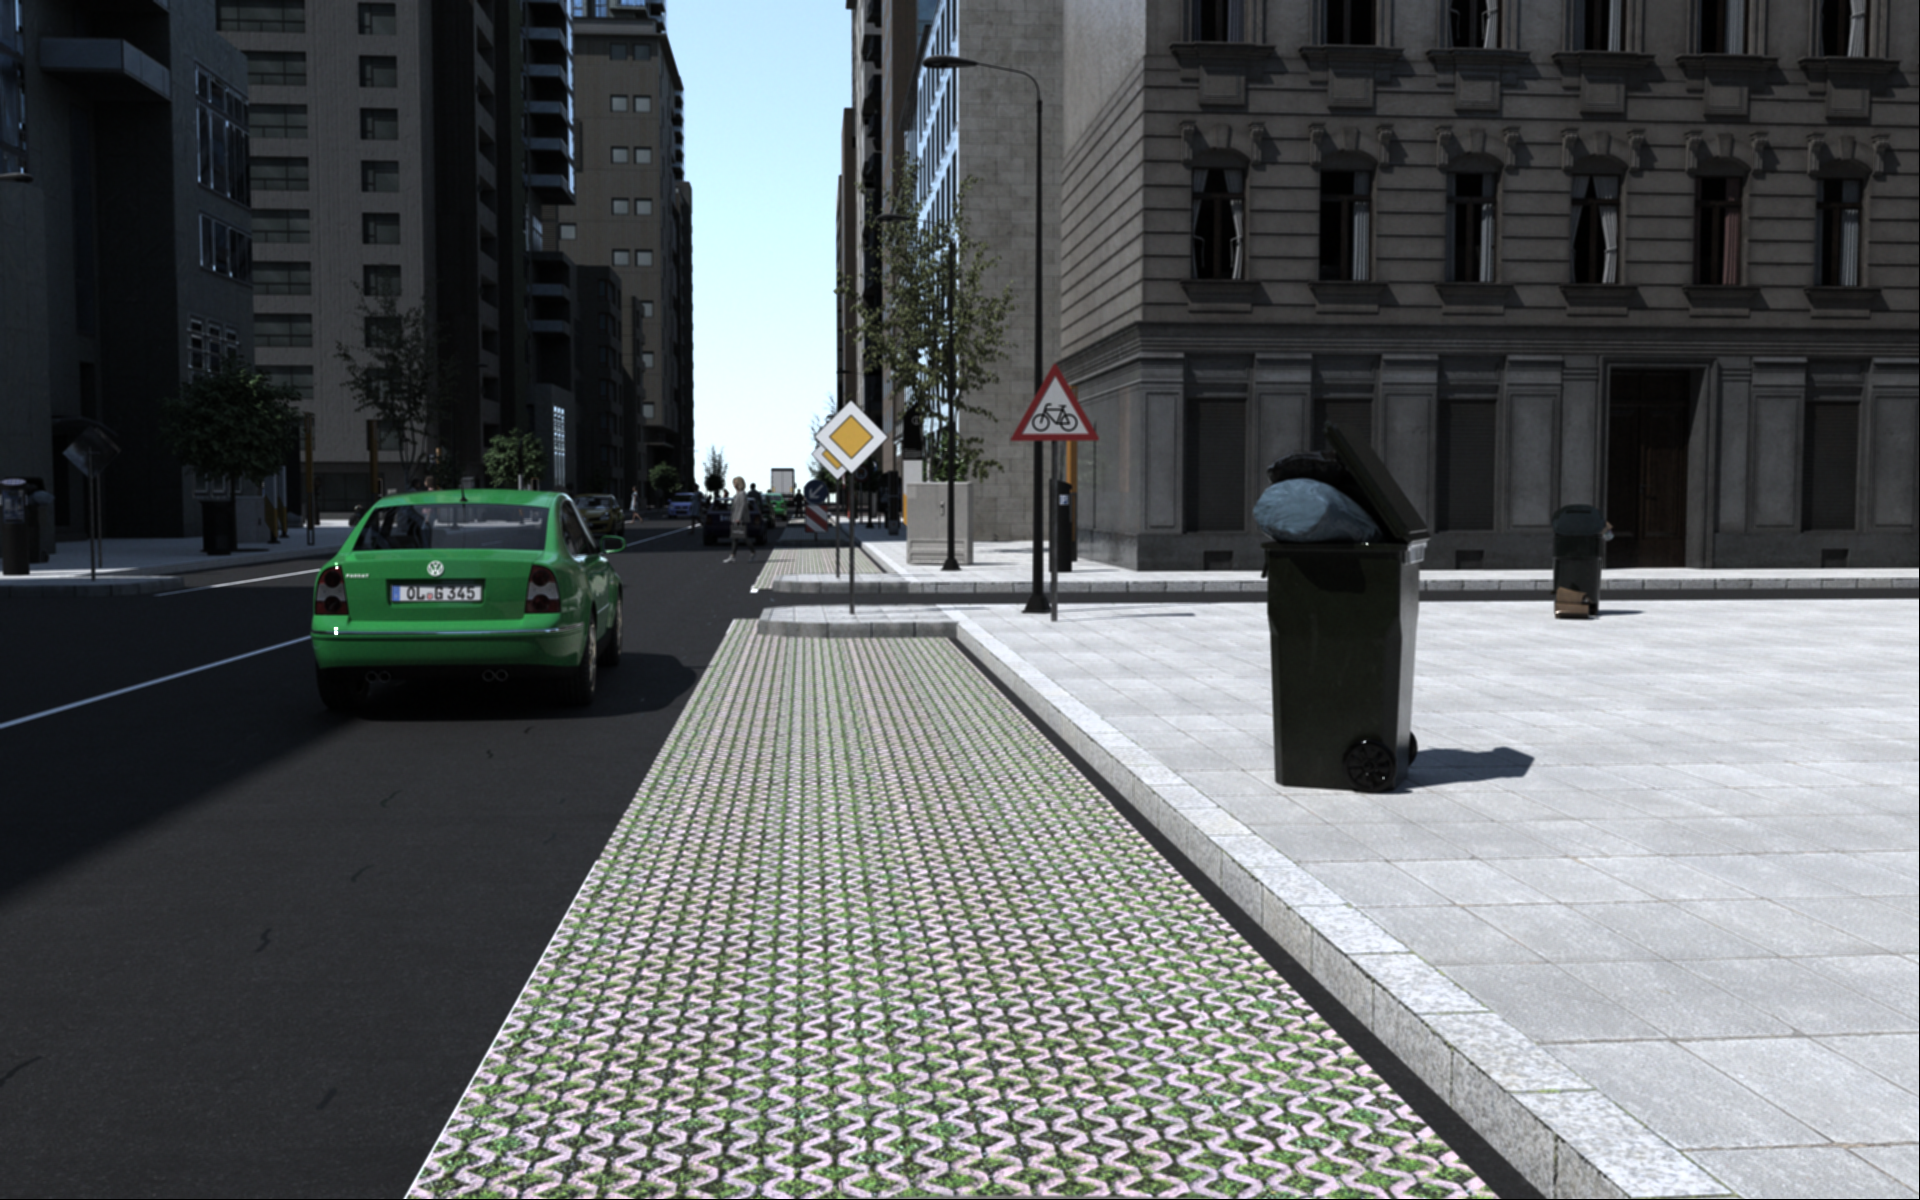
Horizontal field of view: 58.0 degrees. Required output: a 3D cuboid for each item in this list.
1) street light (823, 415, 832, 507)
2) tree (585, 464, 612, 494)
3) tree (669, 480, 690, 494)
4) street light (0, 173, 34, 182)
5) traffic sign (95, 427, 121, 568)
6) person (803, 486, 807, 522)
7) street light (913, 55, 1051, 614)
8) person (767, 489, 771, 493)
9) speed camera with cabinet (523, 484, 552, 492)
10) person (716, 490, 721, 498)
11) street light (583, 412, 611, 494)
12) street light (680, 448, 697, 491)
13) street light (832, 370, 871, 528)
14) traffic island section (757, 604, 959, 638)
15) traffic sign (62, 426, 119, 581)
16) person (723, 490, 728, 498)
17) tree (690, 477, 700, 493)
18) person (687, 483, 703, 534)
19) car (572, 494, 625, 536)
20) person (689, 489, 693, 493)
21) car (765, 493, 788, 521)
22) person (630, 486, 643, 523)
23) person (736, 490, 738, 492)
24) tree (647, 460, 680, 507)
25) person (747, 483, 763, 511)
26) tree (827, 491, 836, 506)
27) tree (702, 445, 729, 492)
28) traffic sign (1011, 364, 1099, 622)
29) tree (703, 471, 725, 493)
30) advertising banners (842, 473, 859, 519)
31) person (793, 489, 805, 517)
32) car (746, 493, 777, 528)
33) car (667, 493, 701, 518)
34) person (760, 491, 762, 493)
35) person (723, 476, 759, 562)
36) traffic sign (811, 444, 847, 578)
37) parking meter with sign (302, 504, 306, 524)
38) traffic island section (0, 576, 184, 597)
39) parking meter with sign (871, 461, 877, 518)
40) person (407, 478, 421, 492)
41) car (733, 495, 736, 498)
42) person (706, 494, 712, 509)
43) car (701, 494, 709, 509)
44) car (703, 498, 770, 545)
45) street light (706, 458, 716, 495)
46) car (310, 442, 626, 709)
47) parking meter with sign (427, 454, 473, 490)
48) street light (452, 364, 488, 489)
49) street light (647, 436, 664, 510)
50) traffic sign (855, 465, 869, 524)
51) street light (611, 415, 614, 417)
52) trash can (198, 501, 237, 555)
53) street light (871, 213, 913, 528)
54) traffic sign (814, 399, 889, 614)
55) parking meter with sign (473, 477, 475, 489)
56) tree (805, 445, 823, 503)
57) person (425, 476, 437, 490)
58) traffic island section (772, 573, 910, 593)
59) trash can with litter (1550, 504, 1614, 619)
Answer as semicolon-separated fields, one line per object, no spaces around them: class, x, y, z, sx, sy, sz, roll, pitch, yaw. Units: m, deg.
street light;-7.385;-8.052;104.198;1.470;5.913;1.316;0;4;-5
tree;-23.129;-7.070;110.191;1.663;3.219;1.824;0;3;0
tree;-28.115;-10.833;171.724;1.663;3.219;1.824;0;3;0
street light;-14.106;-3.219;25.170;1.470;5.913;1.316;0;4;-5
traffic sign;-14.953;-1.766;30.064;0.795;2.450;0.064;0;4;-1
person;-7.856;-4.941;89.094;0.447;1.846;0.655;-3;4;-36
street light;0.305;-2.814;18.550;1.470;5.913;1.316;0;4;-5
person;-11.964;-6.133;109.570;0.721;1.735;1.217;0;4;8
speed camera with cabinet;-21.647;-5.824;89.563;0.660;3.252;2.038;3;4;36
person;-17.856;-7.243;127.837;0.530;1.710;0.541;-1;4;-19
street light;-20.743;-7.673;97.994;1.470;5.913;1.316;0;4;-5
street light;-27.595;-12.361;174.648;1.470;5.913;1.316;0;4;-5
street light;-3.940;-5.663;65.125;1.470;5.913;1.316;0;4;-5
traffic island section;-1.135;0.228;18.548;2.009;0.180;2.903;0;4;-5
traffic sign;-12.772;-1.335;25.471;0.795;2.450;0.064;0;4;-5
person;-20.796;-8.864;153.372;0.705;1.831;1.348;1;4;13
tree;-29.776;-12.178;193.709;1.663;3.219;1.824;0;3;0
person;-9.452;-3.280;62.220;0.778;1.811;0.616;-2;4;-29
car;-12.183;-2.889;57.462;2.015;1.641;3.980;0;4;-4
person;-16.941;-6.159;109.913;0.721;1.735;1.217;0;4;-4
car;-10.221;-5.169;93.306;1.959;1.807;4.718;0;4;-6
person;-15.718;-4.622;84.158;0.778;1.811;0.616;1;4;23
person;-12.111;-5.226;94.345;0.834;1.777;0.661;0;4;8
tree;-28.756;-11.265;167.897;4.285;4.588;4.351;0;3;0
person;-7.202;-3.147;60.074;0.709;1.813;0.853;-3;5;-41
tree;-14.057;-11.959;190.122;1.663;3.219;1.824;0;3;0
tree;-35.377;-18.434;251.752;4.737;8.622;4.395;0;3;0
traffic sign;0.948;-1.063;17.382;0.884;2.594;0.081;0;4;0
tree;-34.110;-15.670;239.925;4.285;4.588;4.351;0;3;0
advertising banners;-5.722;-5.727;89.821;0.090;3.025;2.074;-2;4;-27
person;-10.183;-6.162;109.802;0.990;1.755;0.434;3;4;36
car;-8.771;-3.952;73.415;1.959;1.807;4.718;0;4;-4
car;-16.455;-5.742;103.474;1.945;1.707;3.694;0;4;-3
person;-22.583;-11.468;196.710;1.217;1.736;0.721;0;4;1
person;-4.574;-1.686;36.257;0.728;1.800;0.709;-1;4;-18
traffic sign;-1.869;-1.393;26.423;0.795;2.450;0.064;0;4;-5
parking meter with sign;-29.084;-4.822;75.107;1.738;3.016;0.543;2;4;31
traffic island section;-12.795;-0.199;25.531;2.009;0.180;2.903;0;4;-5
parking meter with sign;-4.642;-5.876;92.335;0.543;3.016;1.738;0;3;0
person;-14.339;-2.260;45.301;0.795;1.843;0.661;1;4;15
car;-25.659;-11.537;201.210;1.945;1.354;3.894;0;4;-6
person;-20.804;-8.077;143.740;0.799;1.438;0.628;2;4;32
car;-25.472;-9.763;169.408;2.009;1.686;4.222;0;4;-5
car;-6.436;-2.275;49.779;1.945;1.354;3.894;0;4;-5
street light;-31.792;-15.197;221.012;1.470;5.913;1.316;0;4;-5
car;-3.544;-0.258;13.018;1.959;1.807;4.718;0;4;-7
parking meter with sign;-22.377;-4.867;75.835;1.738;3.016;0.543;1;4;12
street light;-17.506;-5.457;61.760;1.470;5.913;1.316;0;4;-5
street light;-24.332;-10.145;138.417;1.470;5.913;1.316;0;4;-5
traffic sign;-4.249;-4.547;74.448;0.768;2.556;0.104;0;4;-2
street light;-20.958;-7.883;101.421;1.470;5.913;1.316;0;4;-5
trash can;-15.603;-1.516;36.436;0.748;1.137;0.748;0;3;0
street light;-0.689;-3.447;28.892;1.470;5.913;1.316;0;4;-5
traffic sign;-1.158;-0.907;18.469;0.795;2.450;0.064;0;4;-5
parking meter with sign;-22.513;-5.058;78.951;1.738;3.016;0.543;0;4;-2
tree;-20.441;-18.578;254.105;4.360;8.622;3.978;0;3;0
person;-11.491;-1.771;37.465;0.388;1.821;0.555;-2;4;-30
traffic island section;-1.846;-0.258;26.502;2.009;0.180;2.903;0;4;-5
trash can with litter;6.502;-0.411;18.110;0.624;1.170;1.055;1;4;20
